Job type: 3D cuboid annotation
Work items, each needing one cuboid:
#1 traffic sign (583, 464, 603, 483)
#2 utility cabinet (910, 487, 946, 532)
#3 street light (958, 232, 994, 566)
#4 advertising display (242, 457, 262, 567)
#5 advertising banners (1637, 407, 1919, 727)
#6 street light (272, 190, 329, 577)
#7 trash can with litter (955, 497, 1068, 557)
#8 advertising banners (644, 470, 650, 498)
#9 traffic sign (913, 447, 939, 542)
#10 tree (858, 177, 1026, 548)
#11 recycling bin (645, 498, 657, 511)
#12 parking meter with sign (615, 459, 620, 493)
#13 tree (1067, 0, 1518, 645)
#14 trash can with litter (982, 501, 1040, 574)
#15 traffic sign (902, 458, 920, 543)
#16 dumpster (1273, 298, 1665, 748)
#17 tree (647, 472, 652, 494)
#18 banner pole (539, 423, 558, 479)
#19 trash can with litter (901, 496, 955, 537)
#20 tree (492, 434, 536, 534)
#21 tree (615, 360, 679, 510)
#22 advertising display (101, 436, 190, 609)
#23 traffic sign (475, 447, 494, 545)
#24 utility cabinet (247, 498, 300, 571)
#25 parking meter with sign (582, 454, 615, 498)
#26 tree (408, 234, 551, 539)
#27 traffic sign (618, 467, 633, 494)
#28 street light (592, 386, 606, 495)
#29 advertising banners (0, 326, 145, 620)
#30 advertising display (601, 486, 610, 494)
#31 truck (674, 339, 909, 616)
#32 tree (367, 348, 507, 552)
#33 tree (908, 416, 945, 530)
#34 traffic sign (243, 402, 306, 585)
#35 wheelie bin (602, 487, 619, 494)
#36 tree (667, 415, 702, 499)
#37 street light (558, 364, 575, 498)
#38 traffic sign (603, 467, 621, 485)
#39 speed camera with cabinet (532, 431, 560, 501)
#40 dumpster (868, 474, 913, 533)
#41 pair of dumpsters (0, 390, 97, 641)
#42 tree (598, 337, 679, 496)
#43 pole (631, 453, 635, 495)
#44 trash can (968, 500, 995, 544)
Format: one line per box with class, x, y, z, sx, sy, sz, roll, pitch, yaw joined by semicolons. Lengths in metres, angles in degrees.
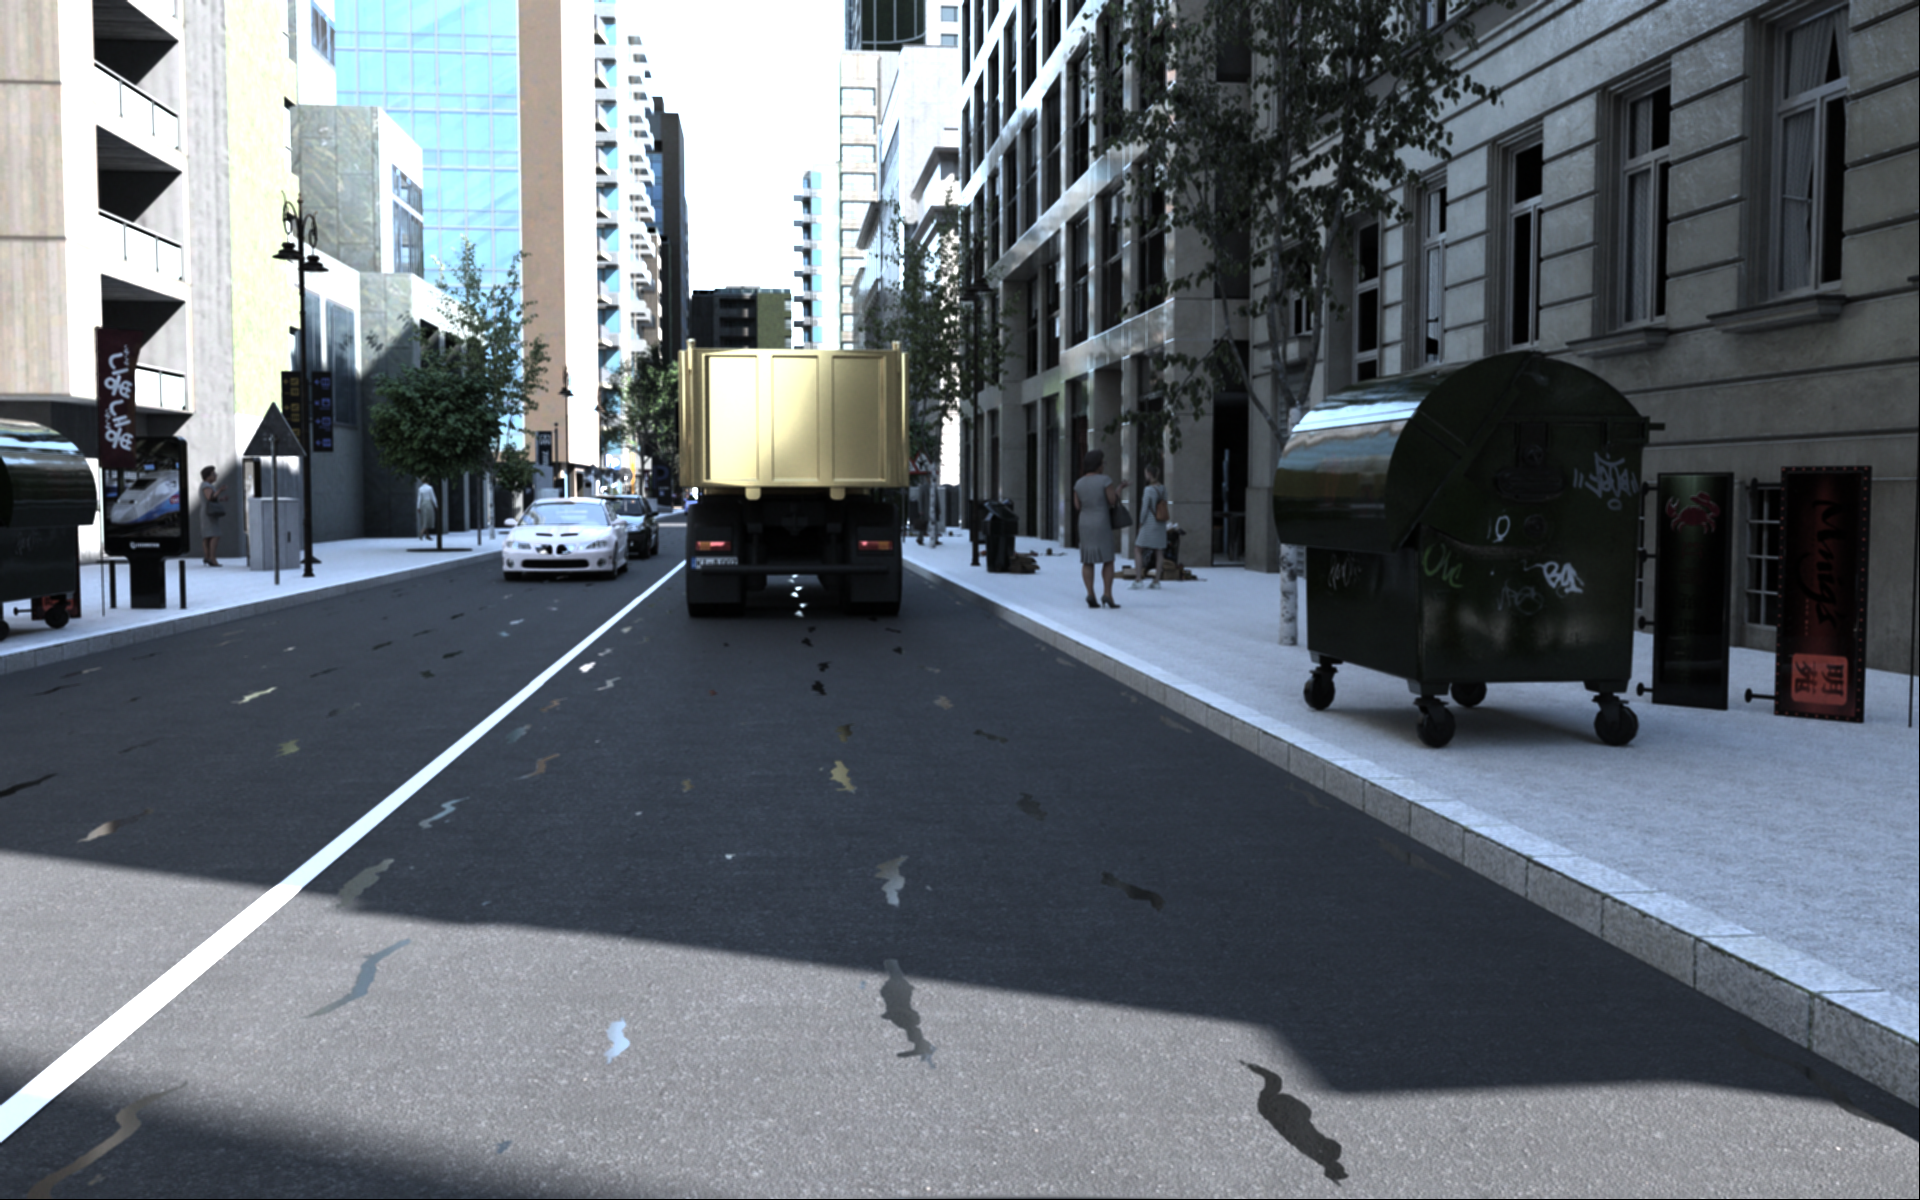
traffic sign;-13.983;-3.899;65.935;0.795;2.593;0.064;0;4;-6
utility cabinet;-1.069;-2.988;57.535;1.173;1.500;0.318;0;4;4
street light;0.278;-3.552;30.867;0.468;5.910;1.993;0;4;-6
advertising display;-12.428;-1.542;30.430;0.123;1.923;0.974;-2;4;-33
advertising banners;4.878;-0.833;9.811;0.090;3.025;2.074;-3;5;-41
street light;-10.111;-3.297;26.702;0.468;5.910;1.993;0;4;-6
trash can with litter;1.261;-1.524;35.968;2.233;1.210;1.678;-1;4;-17
advertising banners;-22.068;-7.922;125.717;2.074;3.025;0.090;-2;4;-35
traffic sign;-1.010;-2.841;46.460;0.884;2.594;0.081;0;4;1
tree;-0.577;-5.555;41.194;4.737;8.622;4.395;0;3;0
recycling bin;-18.710;-5.614;104.343;0.722;1.027;0.722;-3;5;-40
parking meter with sign;-17.060;-5.470;85.703;0.543;3.016;1.738;-1;4;-10
tree;2.810;-3.937;14.726;4.360;8.622;3.978;0;3;0
trash can with litter;0.864;-1.031;28.243;1.055;1.170;0.624;3;5;44
traffic sign;-1.490;-2.794;45.689;0.884;2.594;0.081;0;4;-5
dumpster;2.723;-0.429;9.515;1.502;2.255;1.985;0;4;-6
tree;-25.924;-9.350;147.481;1.663;3.219;1.824;0;3;0
banner pole;-14.344;-4.320;60.643;0.863;3.779;0.401;0;4;-1
trash can with litter;-0.885;-2.535;52.498;2.233;1.210;1.678;-1;4;-17
tree;-14.615;-3.781;56.427;1.663;3.219;1.824;0;3;0
tree;-22.819;-12.814;135.258;9.928;11.665;9.643;0;3;0
advertising display;-9.099;-0.865;19.360;0.974;1.923;0.123;1;4;8
traffic sign;-12.066;-2.649;43.413;0.768;2.556;0.104;0;4;-3
utility cabinet;-11.606;-1.112;29.349;0.306;1.237;1.020;1;4;13
parking meter with sign;-16.194;-4.887;76.168;1.738;3.016;0.543;1;4;17
tree;-13.343;-6.030;48.957;4.737;8.622;4.395;0;3;0
traffic sign;-15.987;-5.056;82.769;0.768;2.556;0.104;0;4;1
street light;-15.380;-6.190;73.993;0.468;5.910;1.993;0;4;-6
advertising banners;-9.301;-1.314;17.679;0.090;3.025;2.074;3;4;38
advertising display;-29.801;-8.567;145.288;0.974;1.923;0.123;-1;4;-17
truck;-2.373;-1.717;23.992;3.469;3.379;9.791;0;4;-7
tree;-11.790;-3.381;38.993;4.285;4.588;4.351;0;3;0
tree;-2.223;-4.771;61.723;4.285;4.588;4.351;0;3;0
traffic sign;-9.677;-1.496;24.464;0.884;2.594;0.081;0;4;-1
wheelie bin;-15.825;-4.315;78.464;0.693;1.594;0.980;2;4;25
tree;-25.455;-13.038;163.539;4.360;8.622;3.978;0;3;0
street light;-14.023;-5.449;61.886;0.468;5.910;1.993;0;4;-6
traffic sign;-14.862;-4.384;73.872;0.795;2.593;0.064;0;4;-6
speed camera with cabinet;-12.940;-3.660;54.177;0.660;3.252;2.038;-1;4;-20
dumpster;-2.305;-3.211;54.988;1.502;2.255;1.985;0;4;-6
pair of dumpsters;-8.787;-0.729;14.407;1.574;2.255;4.437;0;4;-6
tree;-18.605;-10.261;102.183;7.601;10.594;8.767;0;4;-1
pole;-16.216;-5.629;85.885;0.158;3.312;0.155;0;3;0
trash can;0.549;-2.009;44.495;0.748;1.137;0.748;0;3;0
